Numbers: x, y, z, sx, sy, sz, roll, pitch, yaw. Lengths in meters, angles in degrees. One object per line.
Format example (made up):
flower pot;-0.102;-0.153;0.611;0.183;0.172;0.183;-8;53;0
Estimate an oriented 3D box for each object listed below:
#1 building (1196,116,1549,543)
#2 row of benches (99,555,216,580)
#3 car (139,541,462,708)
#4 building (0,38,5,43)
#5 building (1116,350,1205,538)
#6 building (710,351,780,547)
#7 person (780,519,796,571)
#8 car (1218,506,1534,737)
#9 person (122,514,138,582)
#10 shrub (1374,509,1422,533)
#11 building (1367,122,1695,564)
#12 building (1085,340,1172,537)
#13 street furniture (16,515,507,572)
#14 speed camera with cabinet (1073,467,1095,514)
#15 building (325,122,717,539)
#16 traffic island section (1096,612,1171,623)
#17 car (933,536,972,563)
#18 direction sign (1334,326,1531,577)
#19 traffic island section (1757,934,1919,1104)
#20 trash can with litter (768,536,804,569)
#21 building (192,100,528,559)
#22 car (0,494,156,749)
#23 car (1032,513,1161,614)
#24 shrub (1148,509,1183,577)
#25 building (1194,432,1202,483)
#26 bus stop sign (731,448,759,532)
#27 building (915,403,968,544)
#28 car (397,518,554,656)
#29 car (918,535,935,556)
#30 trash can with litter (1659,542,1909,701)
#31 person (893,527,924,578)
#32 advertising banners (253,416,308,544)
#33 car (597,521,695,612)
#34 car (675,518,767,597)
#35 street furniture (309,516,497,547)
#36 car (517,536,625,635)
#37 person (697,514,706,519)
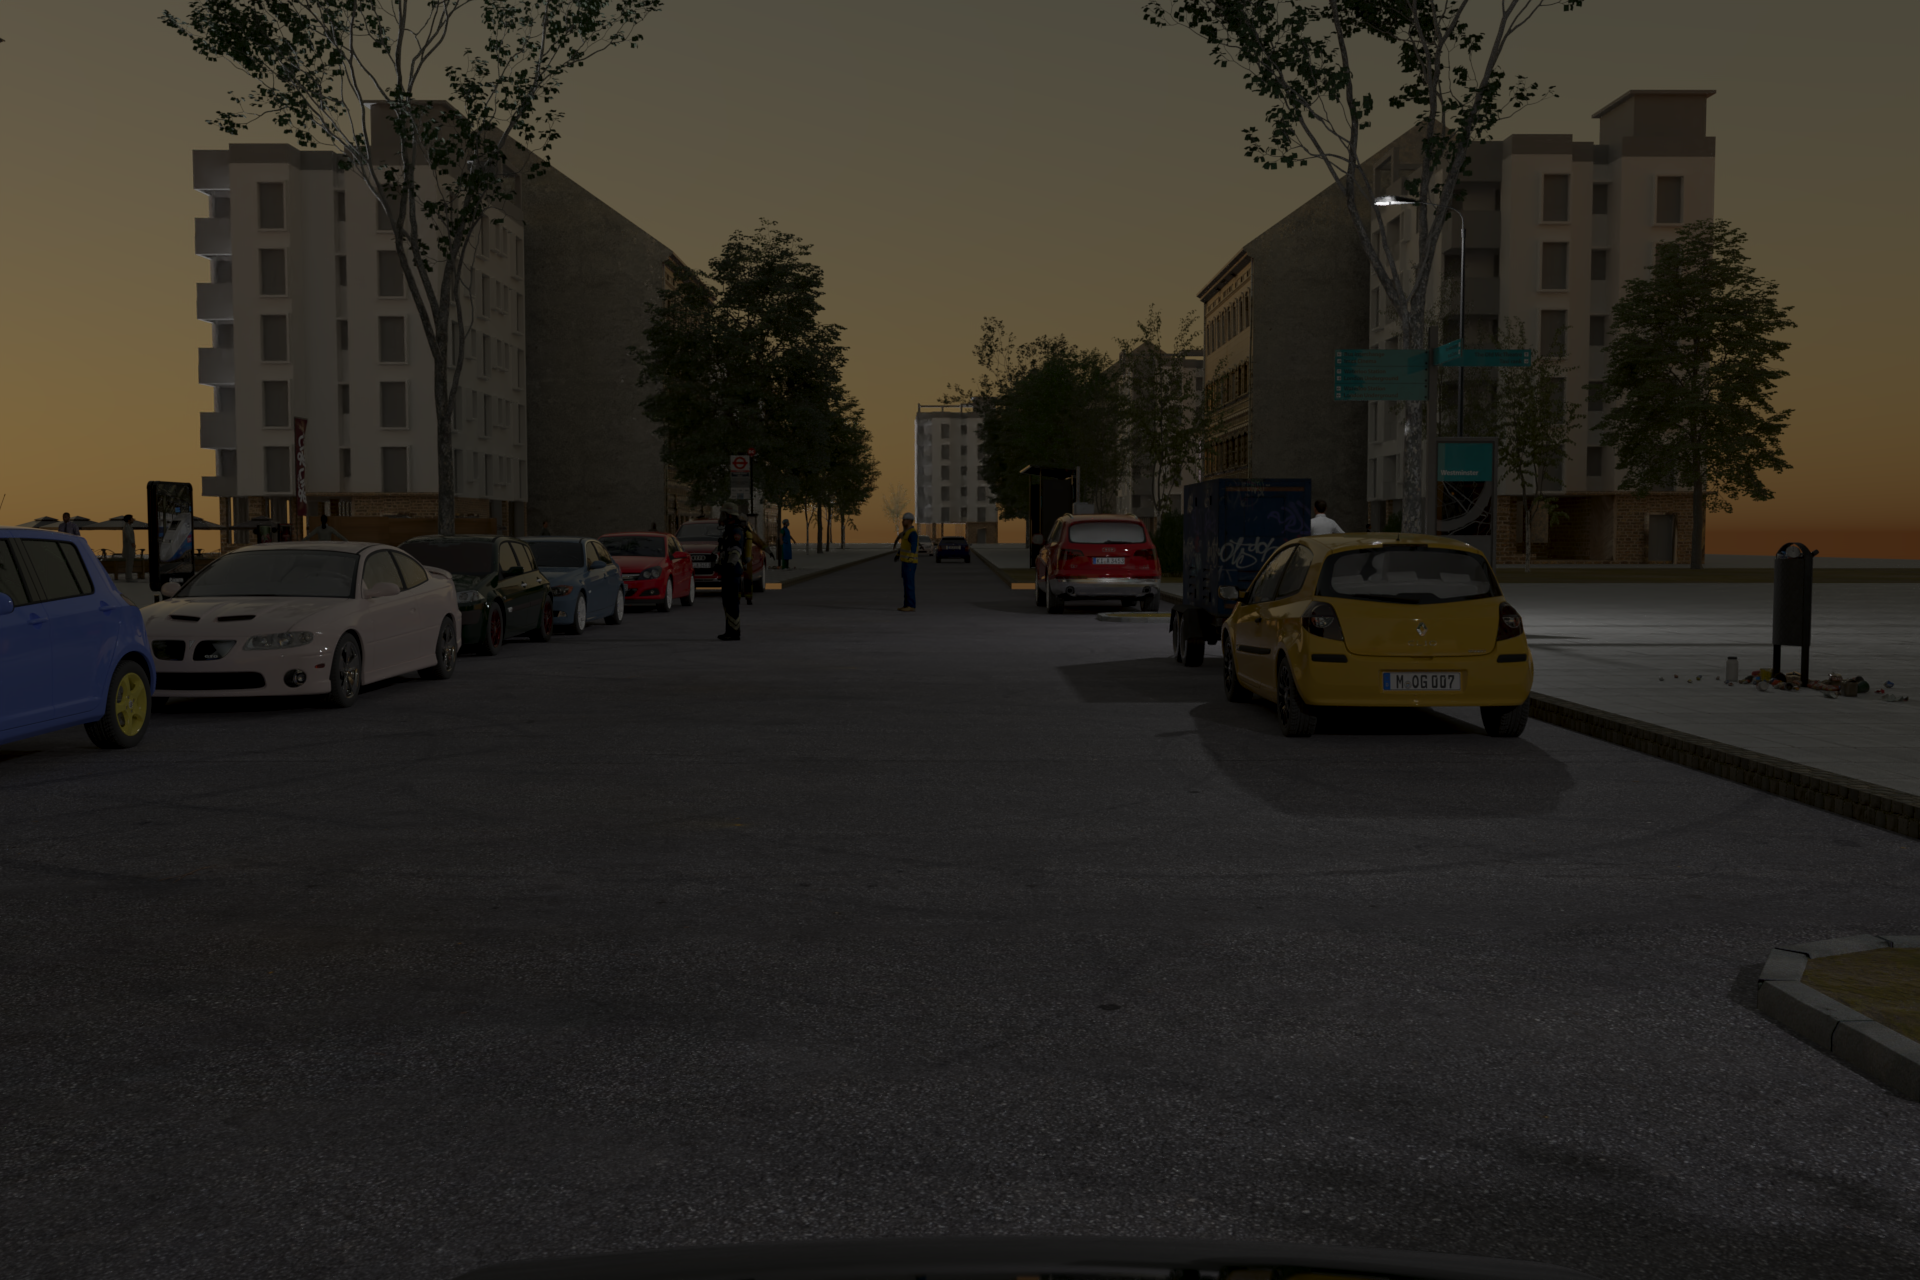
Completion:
building;24.645;-16.487;100.484;19.493;23.208;18.063;0;3;0
row of benches;-23.161;-2.111;49.973;1.422;0.672;4.104;1;4;18
car;-5.956;-0.207;15.742;2.083;1.381;4.827;0;3;0
building;-31.668;-11.824;33.978;13.314;22.015;24.055;0;4;-1
building;21.337;-19.665;177.934;16.016;20.090;11.380;0;3;0
building;-28.813;-21.383;180.542;19.493;23.208;18.063;0;4;-1
person;-6.093;-3.352;60.926;0.704;1.817;1.347;1;4;16
car;3.123;-0.208;13.625;2.015;1.641;3.980;0;3;0
person;-22.047;-2.437;46.037;0.705;1.806;1.347;-2;4;-27
shrub;14.073;-3.159;55.695;1.661;2.075;1.752;0;3;0
building;25.735;-14.046;86.066;16.016;20.090;11.380;0;4;0
building;21.195;-22.917;205.625;19.493;23.208;18.063;0;4;0
street furniture;-30.790;-3.367;60.078;27.439;1.986;14.083;0;4;4
speed camera with cabinet;3.667;-3.411;50.110;0.660;3.252;2.038;0;4;-2
building;-25.155;-16.563;101.732;19.493;23.208;18.063;0;4;0
traffic island section;3.305;-0.370;28.913;1.991;0.108;1.994;0;4;-1
car;-0.362;-4.548;86.933;1.945;1.354;3.894;0;4;-1
direction sign;6.085;-2.022;21.823;2.525;3.948;1.411;0;4;0
traffic island section;3.401;1.102;4.847;1.991;0.108;1.994;0;4;-1
trash can with litter;-6.513;-3.231;63.876;1.678;1.210;2.233;0;3;0
building;-27.485;-13.487;76.939;16.016;20.090;11.380;0;4;1
car;-6.375;-0.043;10.301;1.945;1.707;3.694;0;4;0
car;2.546;-1.473;32.763;2.281;1.827;5.304;0;4;-1
shrub;6.358;-2.909;51.606;1.661;2.075;1.752;0;3;0
building;23.693;-11.310;127.072;9.099;9.664;28.070;0;4;0
bus stop sign;-6.663;-3.973;53.657;0.855;3.939;0.416;0;3;0
building;-6.008;-23.486;242.873;11.380;20.090;16.016;1;4;8
car;-6.304;-0.722;21.596;2.009;1.686;4.222;0;3;0
car;-2.657;-6.174;113.301;2.083;1.381;4.827;0;4;-1
trash can with litter;6.949;-0.198;14.297;1.678;1.210;2.233;0;3;0
person;-1.737;-2.948;56.779;1.348;1.813;0.705;3;5;40
advertising banners;-9.883;-1.781;25.311;0.090;3.025;2.074;0;3;0
car;-6.198;-1.465;32.995;2.155;1.783;4.494;0;3;0
car;-5.816;-1.983;41.092;2.281;1.827;5.304;0;4;0
street furniture;-16.171;-2.469;47.216;11.010;1.723;9.812;-1;4;-18
car;-6.233;-0.864;26.134;2.014;1.417;4.499;0;4;0
person;-7.293;-2.635;49.018;0.705;1.837;1.347;0;4;6
